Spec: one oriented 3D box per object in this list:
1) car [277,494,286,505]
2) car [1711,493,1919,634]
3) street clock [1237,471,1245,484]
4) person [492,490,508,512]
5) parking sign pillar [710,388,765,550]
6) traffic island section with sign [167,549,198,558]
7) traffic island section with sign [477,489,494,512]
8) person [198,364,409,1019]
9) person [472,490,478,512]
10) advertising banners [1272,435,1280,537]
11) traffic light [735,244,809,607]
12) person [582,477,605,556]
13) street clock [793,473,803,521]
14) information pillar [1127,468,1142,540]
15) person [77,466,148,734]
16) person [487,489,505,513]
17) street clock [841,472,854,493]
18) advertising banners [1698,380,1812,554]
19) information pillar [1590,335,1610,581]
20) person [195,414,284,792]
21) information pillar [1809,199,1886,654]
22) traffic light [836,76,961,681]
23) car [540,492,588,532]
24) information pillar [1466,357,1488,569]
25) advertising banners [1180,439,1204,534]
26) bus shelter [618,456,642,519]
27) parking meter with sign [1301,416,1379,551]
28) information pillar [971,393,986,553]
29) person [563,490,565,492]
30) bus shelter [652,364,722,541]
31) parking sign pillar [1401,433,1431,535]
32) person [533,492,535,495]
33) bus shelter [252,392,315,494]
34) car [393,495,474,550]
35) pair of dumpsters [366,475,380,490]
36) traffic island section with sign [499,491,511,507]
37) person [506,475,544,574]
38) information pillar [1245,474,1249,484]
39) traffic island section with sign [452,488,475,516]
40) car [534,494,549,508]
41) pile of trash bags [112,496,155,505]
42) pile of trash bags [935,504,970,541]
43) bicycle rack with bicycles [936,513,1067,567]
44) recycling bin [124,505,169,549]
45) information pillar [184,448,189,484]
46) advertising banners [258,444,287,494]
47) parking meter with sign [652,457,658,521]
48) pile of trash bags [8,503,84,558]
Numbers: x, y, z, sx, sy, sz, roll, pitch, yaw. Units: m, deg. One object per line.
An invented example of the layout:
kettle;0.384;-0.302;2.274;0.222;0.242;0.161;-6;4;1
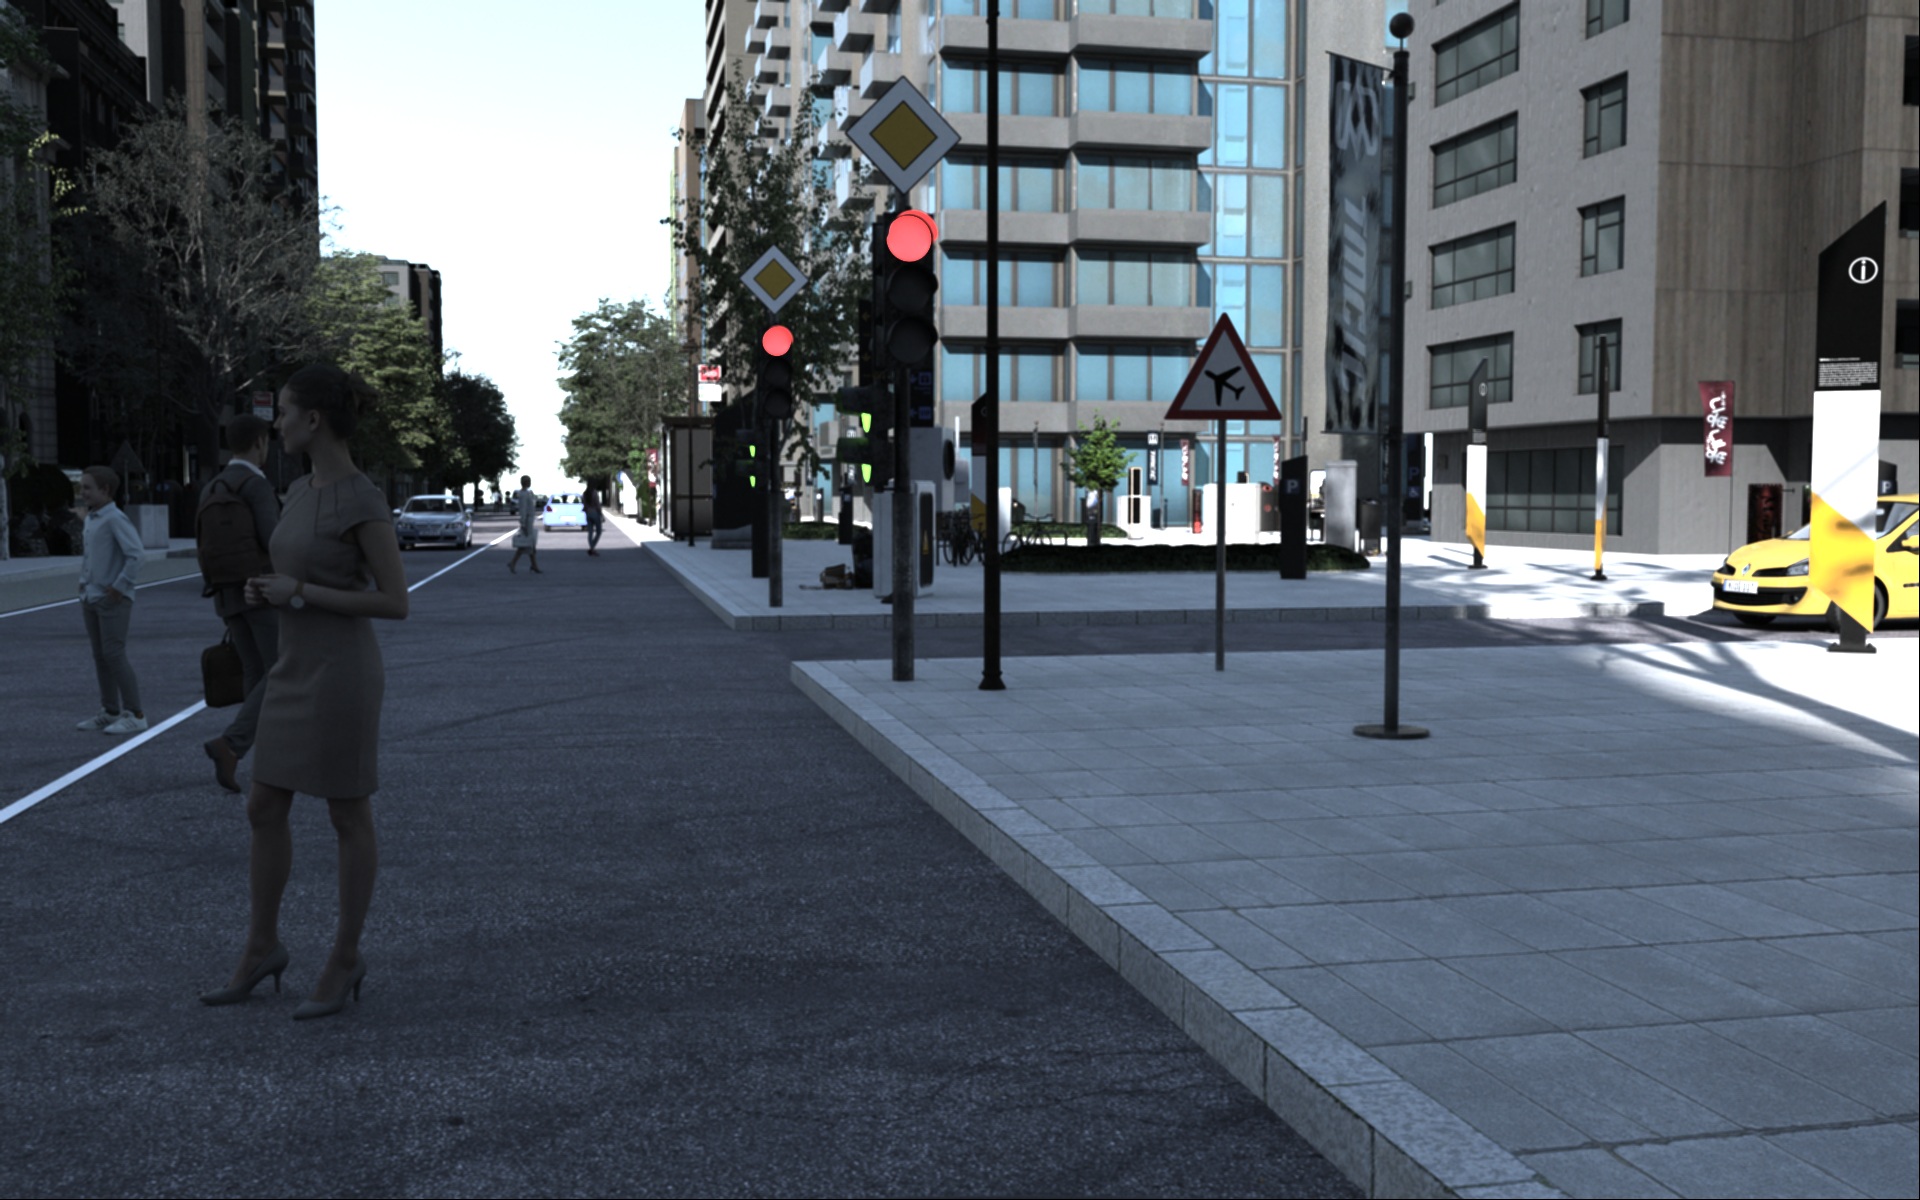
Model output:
car;-10.533;-0.947;27.279;2.131;1.459;4.920;-1;4;-12
car;10.129;-0.517;18.685;3.980;1.641;2.015;-1;4;-14
street clock;9.002;-3.114;55.479;0.358;2.002;0.471;0;4;4
person;-36.911;-7.935;138.926;1.217;1.739;0.721;-1;4;-9
parking sign pillar;-5.139;-3.190;40.624;1.447;3.967;1.447;-2;4;-23
traffic island section with sign;-16.852;-1.891;39.539;1.989;1.847;2.006;-1;4;-12
traffic island section with sign;-39.194;-8.137;141.664;1.989;1.847;2.006;-1;4;-12
person;-1.807;0.249;4.768;0.599;1.781;0.374;3;4;37
person;-39.192;-7.996;139.924;0.721;1.739;1.217;-2;4;-31
advertising banners;9.779;-3.408;51.901;0.090;3.025;2.074;2;4;35
traffic light;-2.117;-1.877;19.616;0.839;4.253;0.868;-1;4;-12
person;-8.462;-1.930;40.064;0.555;1.821;0.388;1;4;16
street clock;-5.445;-3.280;58.204;0.358;2.002;0.471;0;4;-5
information pillar;4.842;-2.665;48.059;0.304;2.012;0.304;-1;4;-17
person;-5.193;-0.013;10.528;0.330;1.601;0.589;-3;5;-44
person;-34.415;-7.340;128.495;1.348;1.826;0.705;-2;4;-31
street clock;-3.733;-3.269;58.018;0.471;2.002;0.358;2;4;32
advertising banners;12.419;-1.861;26.622;2.074;3.025;0.090;1;4;15
information pillar;9.573;-2.107;25.811;0.183;3.616;0.504;2;4;29
person;-3.548;-0.009;8.610;0.622;1.834;0.822;1;4;22
information pillar;7.162;-1.383;13.970;0.504;3.616;0.183;2;4;24
traffic light;-0.410;-1.400;11.814;0.839;4.253;0.868;-1;4;-12
car;-15.193;-3.499;66.803;1.945;1.707;3.694;-1;4;-14
information pillar;8.846;-2.340;29.617;0.504;3.616;0.183;-3;5;-43
advertising banners;7.655;-3.643;55.748;0.090;3.025;2.074;3;5;42
bus shelter;-16.179;-5.719;87.433;2.014;3.302;5.546;-1;4;-12
parking meter with sign;8.580;-2.614;38.997;1.738;3.016;0.543;0;4;7
information pillar;0.500;-2.833;37.668;0.504;3.616;0.183;0;4;5
person;-33.886;-8.482;147.710;0.750;1.759;0.617;-3;5;-44
bus shelter;-7.894;-4.492;51.074;2.179;5.291;8.768;-1;4;-12
parking sign pillar;14.340;-4.035;54.451;1.447;3.967;1.447;1;4;20
person;-54.246;-12.900;220.136;1.217;1.743;0.721;-1;4;-15
bus shelter;-27.179;-5.694;70.721;2.179;5.291;8.768;-1;4;-12
car;-13.848;-2.060;45.688;2.014;1.417;4.499;-1;4;-13
pair of dumpsters;-30.551;-5.250;88.327;1.574;2.255;4.437;-1;4;-12
traffic island section with sign;-50.984;-11.436;195.608;1.989;1.847;2.006;-1;4;-12
person;-7.879;-1.373;31.308;0.624;1.780;0.694;0;4;-5
information pillar;10.376;-3.590;63.194;0.304;2.012;0.304;1;4;16
traffic island section with sign;-33.427;-6.526;115.330;1.989;1.847;2.006;-1;4;-12
car;-40.020;-9.507;165.225;2.009;1.686;4.222;-1;4;-14
pile of trash bags;-21.611;-2.118;44.387;1.912;1.369;3.447;-1;4;-15
pile of trash bags;0.210;-2.324;47.743;1.912;1.369;3.447;-1;4;-19
bicycle rack with bicycles;0.587;-1.101;31.391;2.852;0.926;2.925;2;4;27
recycling bin;-19.102;-1.719;40.664;0.722;1.027;0.722;2;4;34
information pillar;-36.773;-5.570;82.418;0.504;3.616;0.183;3;5;42
advertising banners;-25.613;-4.176;64.465;2.074;3.025;0.090;0;4;4
parking meter with sign;-14.165;-5.343;83.617;1.738;3.016;0.543;-3;5;-39
pile of trash bags;-19.807;-1.631;36.412;3.447;1.369;1.912;3;5;40
